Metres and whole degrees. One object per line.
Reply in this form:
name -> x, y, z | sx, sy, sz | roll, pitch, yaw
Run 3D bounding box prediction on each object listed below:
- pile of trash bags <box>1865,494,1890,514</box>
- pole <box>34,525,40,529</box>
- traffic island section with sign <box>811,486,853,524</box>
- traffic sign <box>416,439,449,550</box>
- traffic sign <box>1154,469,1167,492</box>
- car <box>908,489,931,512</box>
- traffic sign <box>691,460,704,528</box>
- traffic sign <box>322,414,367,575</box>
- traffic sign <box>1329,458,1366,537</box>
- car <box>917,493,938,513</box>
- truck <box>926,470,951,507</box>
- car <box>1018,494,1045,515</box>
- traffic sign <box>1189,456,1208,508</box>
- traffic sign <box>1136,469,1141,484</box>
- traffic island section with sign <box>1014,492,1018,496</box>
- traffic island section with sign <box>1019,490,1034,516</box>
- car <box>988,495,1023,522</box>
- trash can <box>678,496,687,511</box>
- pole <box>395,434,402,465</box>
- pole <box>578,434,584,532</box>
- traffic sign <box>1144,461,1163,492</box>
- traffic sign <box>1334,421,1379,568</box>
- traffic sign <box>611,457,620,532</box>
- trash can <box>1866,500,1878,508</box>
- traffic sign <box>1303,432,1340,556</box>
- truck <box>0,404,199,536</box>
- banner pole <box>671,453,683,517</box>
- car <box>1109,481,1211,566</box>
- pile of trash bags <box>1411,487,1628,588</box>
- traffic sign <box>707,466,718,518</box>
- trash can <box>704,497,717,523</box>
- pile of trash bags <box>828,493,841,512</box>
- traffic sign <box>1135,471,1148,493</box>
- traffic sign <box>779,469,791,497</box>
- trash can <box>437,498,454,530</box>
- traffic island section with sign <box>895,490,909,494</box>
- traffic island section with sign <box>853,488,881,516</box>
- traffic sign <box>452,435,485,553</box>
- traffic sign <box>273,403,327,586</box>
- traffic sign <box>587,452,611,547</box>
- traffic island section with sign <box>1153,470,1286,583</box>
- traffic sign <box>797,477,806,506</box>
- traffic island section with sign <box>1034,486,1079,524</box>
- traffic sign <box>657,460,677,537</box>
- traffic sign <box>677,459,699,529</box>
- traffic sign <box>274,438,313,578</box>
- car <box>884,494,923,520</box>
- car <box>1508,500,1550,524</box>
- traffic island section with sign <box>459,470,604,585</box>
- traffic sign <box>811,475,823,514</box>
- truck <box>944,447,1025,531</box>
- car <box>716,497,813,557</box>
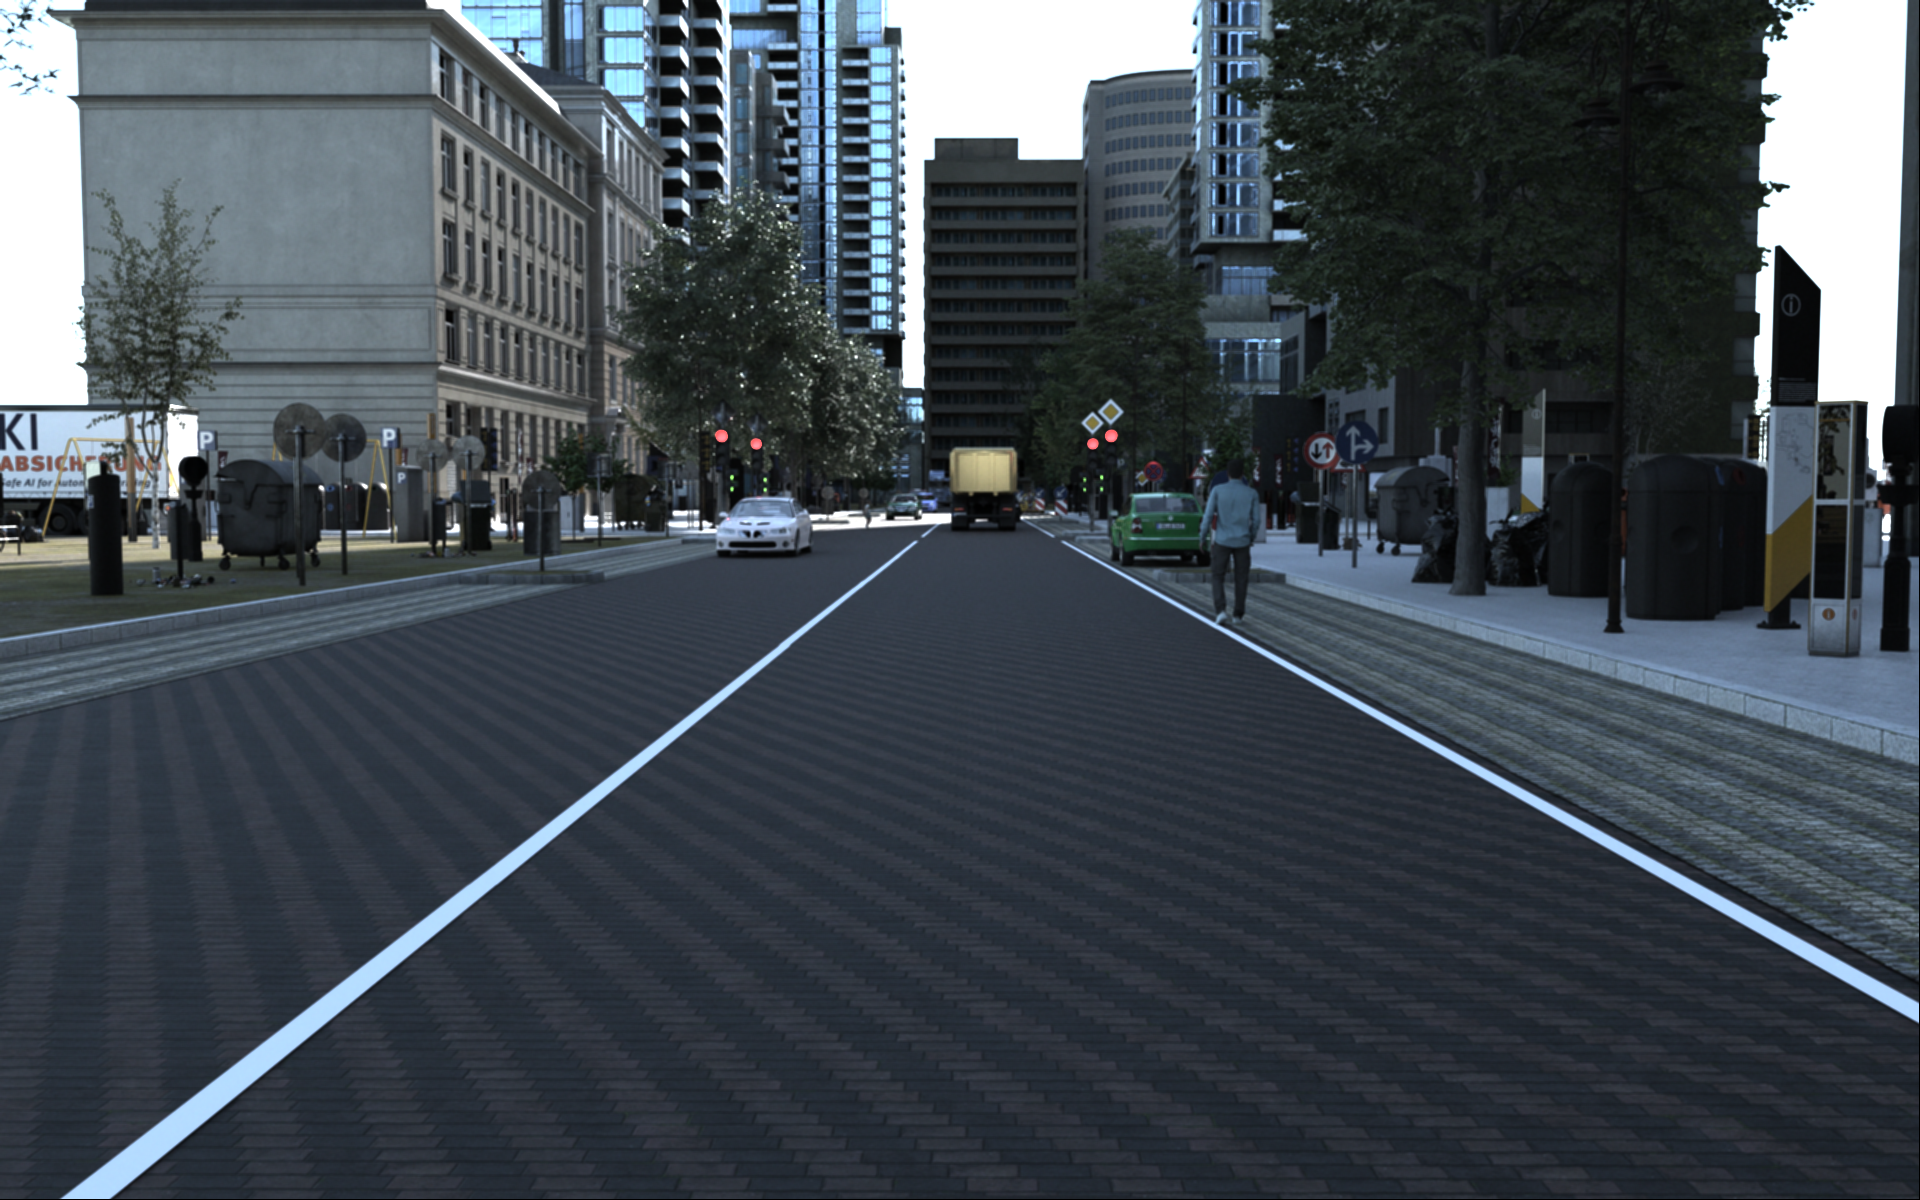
pile of trash bags -> 36.890, -3.747, 71.009 | 3.447, 1.369, 1.912 | -2, 4, -24
pole -> -33.760, -4.244, 63.239 | 0.158, 3.312, 0.155 | 0, 3, 0
traffic island section with sign -> -6.356, -4.596, 83.765 | 1.989, 1.847, 2.006 | 0, 4, 1
traffic sign -> -12.191, -2.441, 40.011 | 0.768, 2.556, 0.104 | 0, 4, 4
traffic sign -> 9.402, -5.012, 82.051 | 0.768, 2.556, 0.104 | 0, 4, 7
car -> -3.383, -8.039, 140.112 | 2.281, 1.827, 5.304 | 0, 4, -1
traffic sign -> -10.115, -4.002, 65.436 | 0.884, 2.594, 0.081 | 0, 4, 2
traffic sign -> -9.792, -1.674, 27.482 | 0.768, 2.556, 0.104 | 0, 4, 3
traffic sign -> 9.422, -2.576, 42.123 | 0.884, 2.594, 0.081 | 0, 4, 5
car -> -2.625, -7.430, 131.075 | 1.945, 1.707, 3.694 | 0, 4, 2
truck -> -2.395, -12.917, 200.949 | 2.967, 4.110, 18.799 | 0, 4, -1
car -> 4.887, -6.677, 119.387 | 2.015, 1.641, 3.980 | 0, 4, -1
traffic sign -> 8.336, -3.656, 59.772 | 0.884, 2.594, 0.081 | 1, 4, 10
traffic sign -> 9.035, -5.431, 88.896 | 0.768, 2.556, 0.104 | 1, 4, 8
traffic island section with sign -> 5.738, -10.969, 187.971 | 1.989, 1.847, 2.006 | 0, 4, 1
traffic island section with sign -> 5.010, -6.300, 111.637 | 1.989, 1.847, 2.006 | 0, 4, 1
car -> 2.298, -4.940, 90.553 | 2.009, 1.686, 4.222 | 0, 4, 1
trash can -> -20.601, -7.155, 128.645 | 0.748, 1.137, 0.748 | 0, 3, 0
pole -> -19.154, -3.994, 59.146 | 0.158, 3.312, 0.155 | 0, 3, 0
pole -> -12.764, -3.948, 58.390 | 0.158, 3.312, 0.155 | 0, 3, 0
traffic sign -> 7.545, -4.128, 67.600 | 0.768, 2.556, 0.104 | 1, 4, 9
traffic sign -> 6.875, -1.835, 30.110 | 0.768, 2.556, 0.104 | 0, 4, 1
traffic sign -> -11.812, -3.599, 58.950 | 0.768, 2.556, 0.104 | 0, 4, 6
trash can -> 48.567, -4.928, 92.221 | 0.748, 1.137, 0.748 | 0, 3, 0
traffic sign -> 7.446, -2.176, 35.676 | 0.768, 2.556, 0.104 | 0, 4, 7
truck -> -30.345, -4.053, 55.178 | 11.283, 4.237, 2.839 | 0, 4, -1
banner pole -> -15.893, -6.540, 96.939 | 0.863, 3.779, 0.401 | -2, 4, -28
car -> 4.075, -1.635, 35.525 | 1.959, 1.807, 4.718 | 0, 4, 1
pile of trash bags -> 8.101, -0.908, 24.591 | 1.912, 1.369, 3.447 | -3, 4, -39
traffic sign -> -11.211, -4.836, 79.167 | 0.768, 2.556, 0.104 | 1, 4, 9
trash can -> -11.023, -4.014, 77.287 | 0.748, 1.137, 0.748 | 0, 3, 0
pile of trash bags -> -9.431, -7.023, 124.574 | 1.912, 1.369, 3.447 | 1, 4, 18
traffic sign -> 8.858, -5.086, 84.348 | 0.795, 2.450, 0.064 | 0, 4, 6
traffic sign -> -9.114, -5.470, 89.544 | 0.768, 2.556, 0.104 | 0, 4, 5
trash can -> -18.282, -3.047, 61.479 | 0.748, 1.137, 0.748 | 0, 3, 0
traffic island section with sign -> -5.629, -9.355, 161.576 | 1.989, 1.847, 2.006 | 0, 4, 1
traffic island section with sign -> -6.110, -6.253, 110.860 | 1.989, 1.847, 2.006 | 0, 4, 1
traffic sign -> -10.639, -2.286, 37.488 | 0.768, 2.556, 0.104 | 1, 4, 9
traffic sign -> -9.229, -1.475, 24.229 | 0.768, 2.556, 0.104 | 0, 4, 4
traffic sign -> -8.798, -2.453, 42.230 | 0.606, 2.300, 0.079 | 0, 4, 5
traffic island section with sign -> 4.236, -1.224, 28.642 | 1.989, 1.847, 2.006 | 0, 4, 1
traffic sign -> -11.637, -7.755, 126.804 | 0.884, 2.594, 0.081 | 0, 4, 1
traffic island section with sign -> 4.766, -4.625, 84.249 | 1.989, 1.847, 2.006 | 0, 4, 1
traffic sign -> -8.790, -3.050, 51.996 | 0.606, 2.300, 0.079 | 1, 4, 10
traffic sign -> -10.000, -3.904, 63.830 | 0.884, 2.594, 0.081 | 0, 4, 4
traffic sign -> -10.147, -1.616, 26.522 | 0.768, 2.556, 0.104 | 0, 4, 7
car -> -3.108, -5.183, 96.543 | 2.131, 1.459, 4.920 | 0, 4, 2
car -> 19.416, -2.641, 54.985 | 4.920, 1.459, 2.131 | 0, 4, -1
traffic island section with sign -> -6.887, -1.196, 28.177 | 1.989, 1.847, 2.006 | 0, 4, 1
traffic sign -> -9.041, -6.689, 109.468 | 0.768, 2.556, 0.104 | 1, 4, 9
truck -> 0.980, -4.576, 70.747 | 3.469, 3.379, 9.791 | 0, 4, 1
car -> -4.595, -1.762, 41.165 | 2.083, 1.381, 4.827 | 0, 4, 2
